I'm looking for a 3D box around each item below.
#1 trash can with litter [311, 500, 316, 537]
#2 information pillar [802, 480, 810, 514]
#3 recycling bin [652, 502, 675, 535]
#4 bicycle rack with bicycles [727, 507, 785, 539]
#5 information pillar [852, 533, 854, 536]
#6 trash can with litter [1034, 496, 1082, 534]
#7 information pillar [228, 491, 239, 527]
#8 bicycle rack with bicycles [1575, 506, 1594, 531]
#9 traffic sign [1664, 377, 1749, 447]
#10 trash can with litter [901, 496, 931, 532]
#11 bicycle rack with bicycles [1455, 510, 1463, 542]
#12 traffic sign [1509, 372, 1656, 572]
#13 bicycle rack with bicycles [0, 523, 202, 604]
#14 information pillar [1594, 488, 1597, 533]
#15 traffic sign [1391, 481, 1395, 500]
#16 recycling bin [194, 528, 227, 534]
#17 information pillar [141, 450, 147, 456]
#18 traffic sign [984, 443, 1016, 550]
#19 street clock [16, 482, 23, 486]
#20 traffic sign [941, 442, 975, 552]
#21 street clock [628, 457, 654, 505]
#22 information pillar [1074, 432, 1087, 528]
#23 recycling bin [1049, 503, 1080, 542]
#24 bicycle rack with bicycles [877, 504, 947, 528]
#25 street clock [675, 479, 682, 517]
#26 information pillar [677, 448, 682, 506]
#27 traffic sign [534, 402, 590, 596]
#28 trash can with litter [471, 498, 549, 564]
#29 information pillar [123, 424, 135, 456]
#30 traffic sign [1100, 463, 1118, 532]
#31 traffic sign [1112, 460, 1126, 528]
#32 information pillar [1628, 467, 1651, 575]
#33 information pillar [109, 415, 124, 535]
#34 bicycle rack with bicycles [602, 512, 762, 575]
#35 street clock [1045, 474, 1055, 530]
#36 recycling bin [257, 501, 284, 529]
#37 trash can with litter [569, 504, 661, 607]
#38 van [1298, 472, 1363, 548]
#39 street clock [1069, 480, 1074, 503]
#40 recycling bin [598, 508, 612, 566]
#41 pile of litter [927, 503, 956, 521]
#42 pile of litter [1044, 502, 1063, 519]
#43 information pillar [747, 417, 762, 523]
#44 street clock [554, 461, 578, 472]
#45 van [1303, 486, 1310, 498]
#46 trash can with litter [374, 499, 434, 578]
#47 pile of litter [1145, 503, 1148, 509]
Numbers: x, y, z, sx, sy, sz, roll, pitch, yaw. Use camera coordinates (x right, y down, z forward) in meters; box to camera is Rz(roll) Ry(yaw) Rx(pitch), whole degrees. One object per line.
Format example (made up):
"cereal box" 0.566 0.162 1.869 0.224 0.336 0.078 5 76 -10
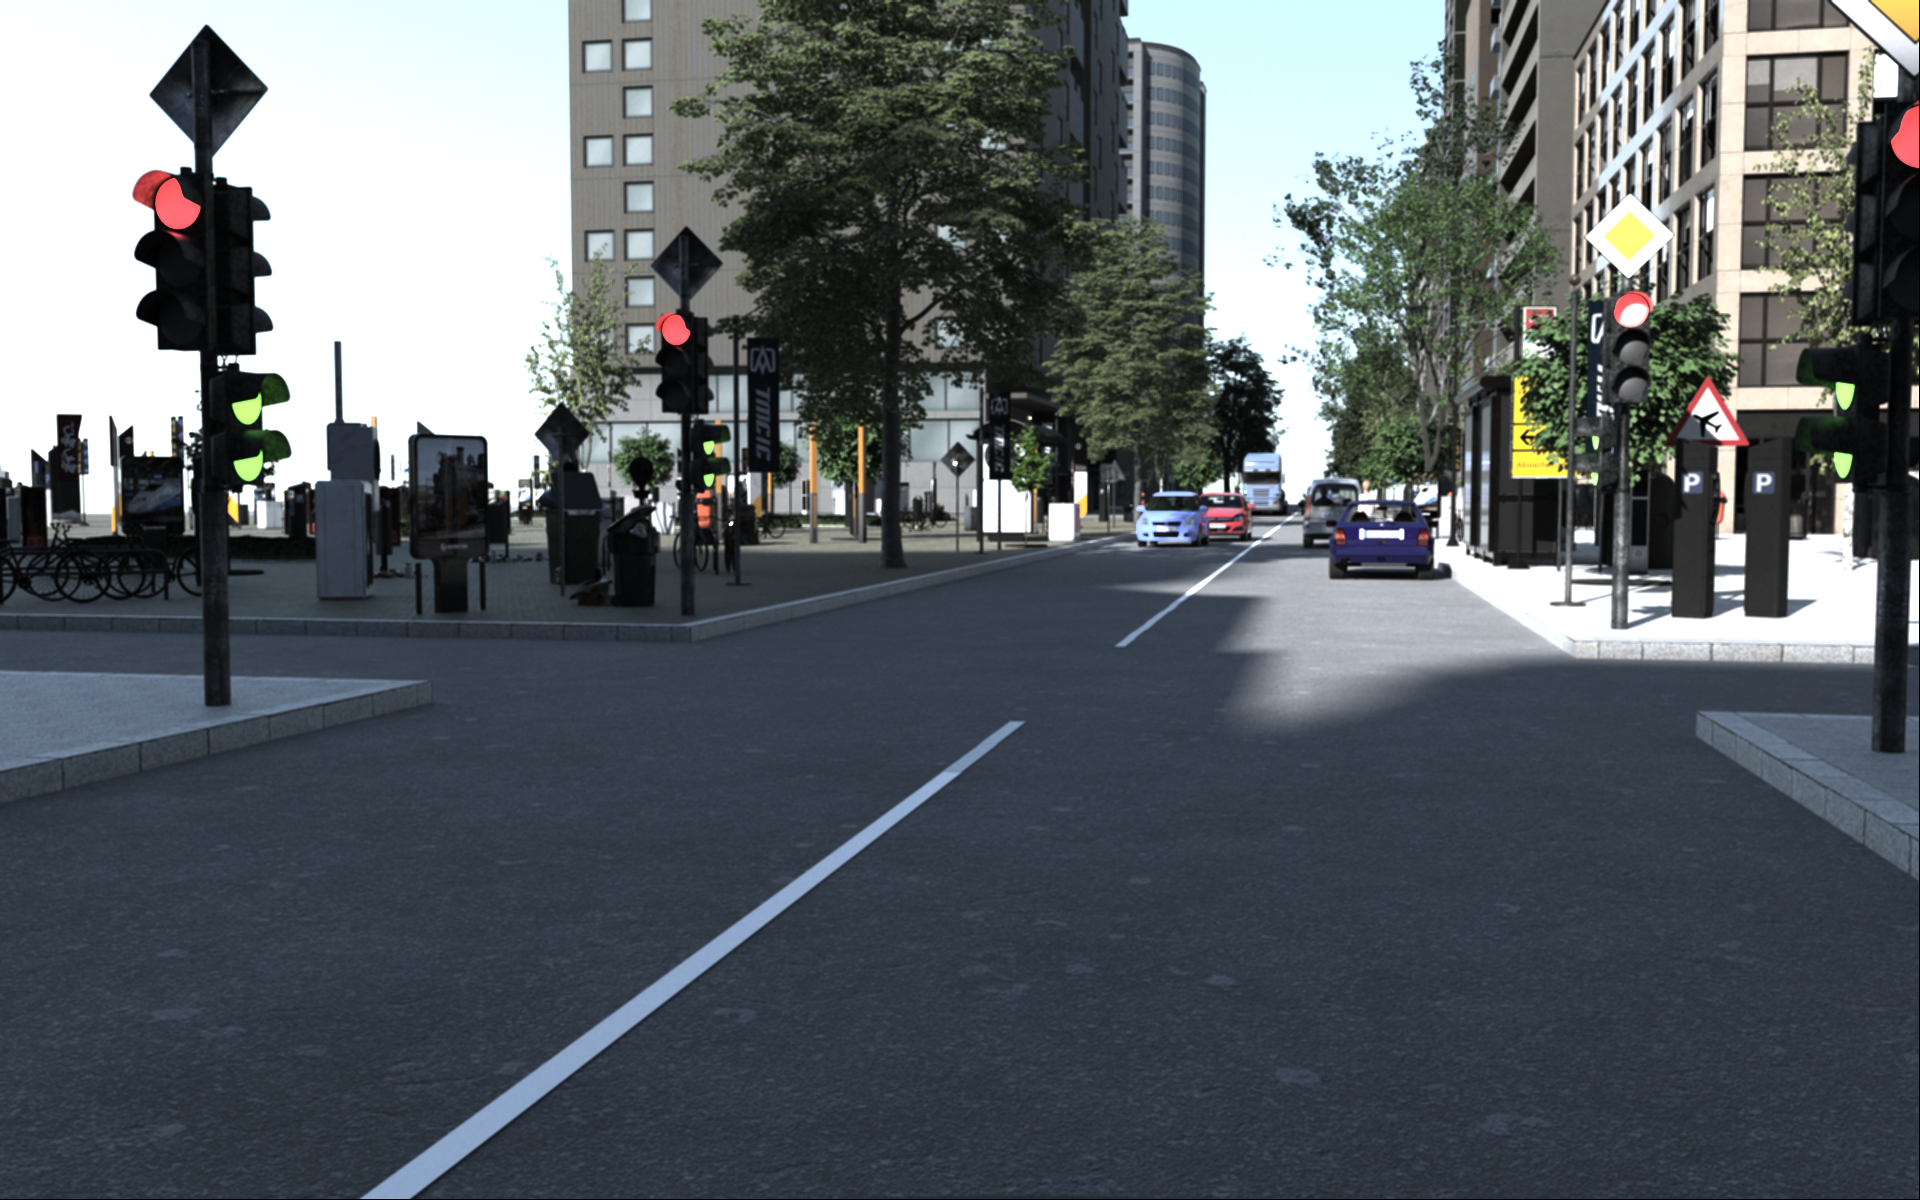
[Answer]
"trash can with litter" -15.202 -1.879 42.110 1.055 1.170 0.624 1 4 11
"information pillar" -7.864 -5.137 88.474 0.304 2.012 0.304 2 4 34
"recycling bin" -9.393 -2.587 54.852 0.722 1.027 0.722 -1 4 -10
"bicycle rack with bicycles" -6.504 -2.247 50.121 2.925 0.926 2.852 -1 4 -18
"information pillar" -3.222 -3.778 53.127 0.183 3.616 0.504 0 4 -3
"trash can with litter" 2.764 -2.704 55.274 2.233 1.210 1.678 1 4 19
"information pillar" -28.065 -4.619 66.879 0.504 3.616 0.183 1 4 22
"bicycle rack with bicycles" 22.348 -2.862 60.183 2.925 0.926 2.852 -3 5 -39
"traffic sign" 8.299 -1.181 19.306 0.884 2.594 0.081 1 4 14
"trash can with litter" -1.757 -2.956 59.389 1.678 1.210 2.233 2 4 33
"bicycle rack with bicycles" 14.357 -2.009 46.228 2.852 0.926 2.925 1 4 12
"traffic sign" 10.249 -2.121 28.556 2.265 3.308 0.079 1 4 19
"bicycle rack with bicycles" -10.625 -0.483 21.287 2.925 0.926 2.852 -2 4 -28
"information pillar" 21.075 -3.207 56.919 0.304 2.012 0.304 -1 4 -11
"traffic sign" 21.012 -5.124 83.880 0.768 2.556 0.104 1 4 12
"recycling bin" -20.155 -2.081 46.585 0.722 1.027 0.722 -2 4 -35
"information pillar" -43.344 -6.158 92.038 0.504 3.616 0.183 2 4 29
"traffic sign" 0.908 -2.432 39.875 0.768 2.556 0.104 1 4 21
"street clock" -55.275 -5.949 101.834 0.471 2.002 0.358 3 5 44
"traffic sign" -0.054 -2.271 38.320 0.795 2.450 0.064 1 4 18
"street clock" -6.244 -1.797 33.948 0.471 2.002 0.358 -1 4 -15
"information pillar" 4.493 -4.483 64.649 0.504 3.616 0.183 0 4 1
"recycling bin" 2.840 -2.109 47.031 0.722 1.027 0.722 1 4 18
"bicycle rack with bicycles" -1.922 -3.219 66.017 2.925 0.926 2.852 -1 4 -13
"street clock" -13.819 -4.958 85.633 0.471 2.002 0.358 2 4 33
"information pillar" -14.051 -5.887 87.612 0.504 3.616 0.183 1 4 9
"traffic sign" -5.017 -1.262 21.812 0.795 2.450 0.064 1 4 18
"trash can with litter" -8.493 -1.351 33.141 1.678 1.210 2.233 2 4 33
"information pillar" -27.771 -4.064 57.796 0.504 3.616 0.183 -1 4 -18
"traffic sign" 4.972 -3.412 57.912 0.606 2.300 0.079 1 4 17
"traffic sign" 5.808 -3.993 65.284 0.884 2.594 0.081 1 4 18
"information pillar" 10.853 -1.420 27.717 0.304 2.012 0.304 1 4 12
"information pillar" -25.160 -3.681 51.541 0.183 3.616 0.504 -1 4 -8
"bicycle rack with bicycles" -4.779 -0.923 28.471 2.852 0.926 2.925 0 4 -8
"street clock" 3.238 -3.516 62.050 0.471 2.002 0.358 1 4 18
"recycling bin" -25.321 -3.122 63.600 0.722 1.027 0.722 -3 5 -44
"trash can with litter" -3.977 -0.519 19.877 1.055 1.170 0.624 1 4 15
"van" 10.187 -2.448 47.036 2.013 2.044 4.112 1 4 12
"street clock" 6.024 -5.356 92.133 0.358 2.002 0.471 -2 4 -35
"recycling bin" -6.714 -1.124 30.937 0.722 1.027 0.722 2 4 29
"pile of litter" -0.937 -4.196 82.566 1.719 0.858 1.176 2 4 32
"pile of litter" 5.179 -4.573 88.741 1.719 0.858 1.176 2 4 32
"information pillar" -6.266 -3.755 52.744 0.183 3.616 0.504 3 5 44
"street clock" -8.736 -2.073 38.472 0.471 2.002 0.358 -2 4 -31
"van" 28.466 -8.160 137.803 2.240 2.365 5.245 1 4 10
"trash can with litter" -8.984 -0.991 27.265 1.678 1.210 2.233 -1 4 -22
"pile of litter" 9.070 -4.429 86.381 1.176 0.858 1.719 1 4 20
